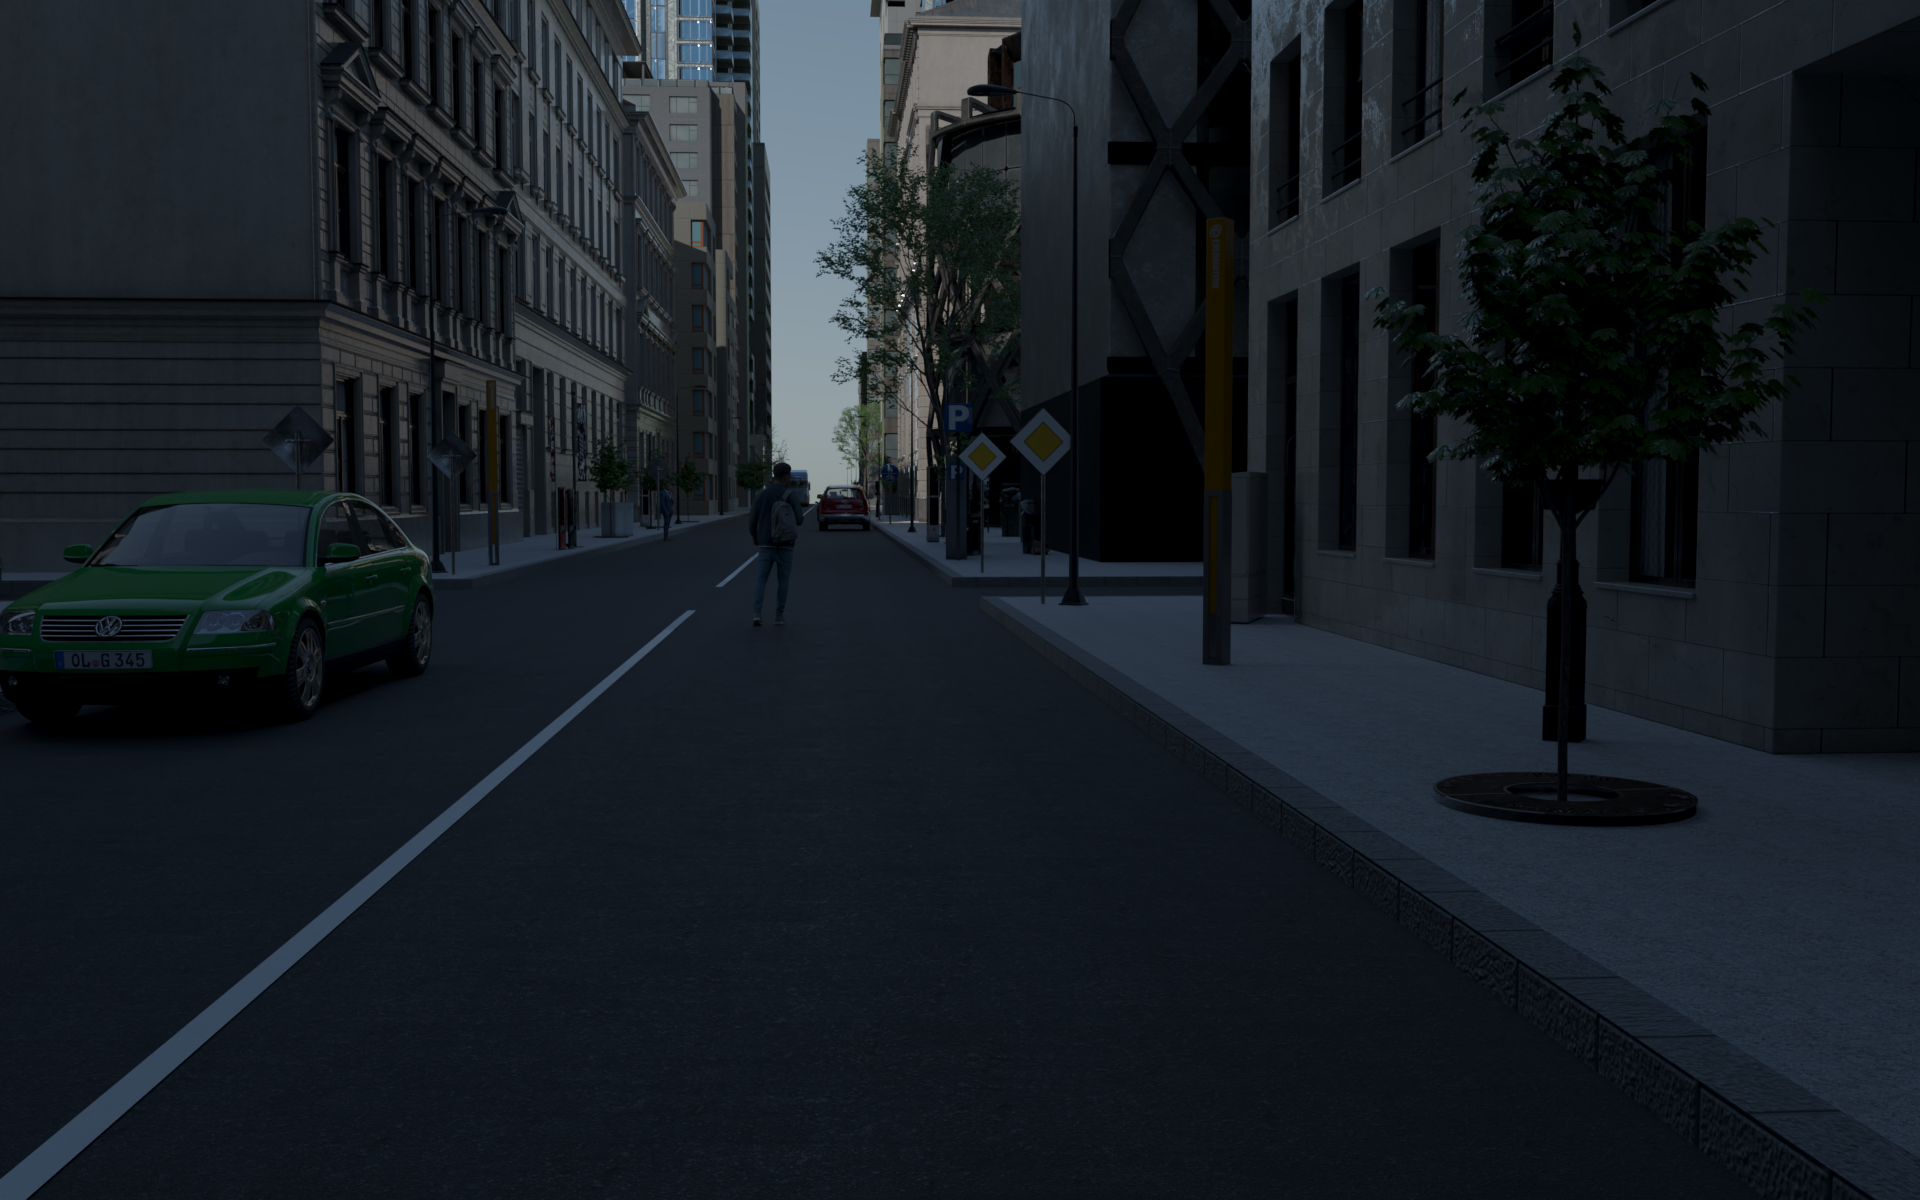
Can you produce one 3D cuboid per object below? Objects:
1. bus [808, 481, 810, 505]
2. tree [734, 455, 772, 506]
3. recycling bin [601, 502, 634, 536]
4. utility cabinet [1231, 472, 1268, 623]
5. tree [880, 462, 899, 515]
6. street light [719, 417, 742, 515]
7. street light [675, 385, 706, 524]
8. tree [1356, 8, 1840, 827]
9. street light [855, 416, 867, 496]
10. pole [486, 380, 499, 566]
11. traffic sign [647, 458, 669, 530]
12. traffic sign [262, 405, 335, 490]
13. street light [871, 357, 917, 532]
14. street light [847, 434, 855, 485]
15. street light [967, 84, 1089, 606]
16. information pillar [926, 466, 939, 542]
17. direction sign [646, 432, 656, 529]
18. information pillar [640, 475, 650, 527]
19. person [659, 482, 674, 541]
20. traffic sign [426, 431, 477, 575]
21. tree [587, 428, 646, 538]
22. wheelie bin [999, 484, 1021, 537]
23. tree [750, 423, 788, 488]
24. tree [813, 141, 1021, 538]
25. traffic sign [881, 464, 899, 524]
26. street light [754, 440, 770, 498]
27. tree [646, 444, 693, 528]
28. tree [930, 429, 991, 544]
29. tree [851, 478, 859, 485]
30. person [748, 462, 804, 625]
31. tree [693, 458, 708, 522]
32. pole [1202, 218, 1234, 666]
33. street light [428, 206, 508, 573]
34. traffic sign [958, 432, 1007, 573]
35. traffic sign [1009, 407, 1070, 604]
[{"bbox_3d":[-20.371,-13.739,219.484,2.948,3.499,13.247,0,4,-4],"label":"bus"},{"bbox_3d":[-17.444,-9.894,145.481,4.285,4.588,4.351,0,3,0],"label":"tree"},{"bbox_3d":[-10.411,-2.449,52.601,0.722,1.027,0.722,3,5,42],"label":"recycling bin"},{"bbox_3d":[2.871,-0.544,17.571,0.318,1.500,1.173,1,4,19],"label":"utility cabinet"},{"bbox_3d":[-4.221,-6.745,104.884,1.663,3.219,1.824,0,3,0],"label":"tree"},{"bbox_3d":[-13.826,-8.057,104.265,1.470,5.913,1.316,0,4,-4],"label":"street light"},{"bbox_3d":[-11.480,-6.191,73.759,1.470,5.913,1.316,0,4,-4],"label":"street light"},{"bbox_3d":[2.369,-0.760,7.034,1.663,3.219,1.824,0,3,0],"label":"tree"},{"bbox_3d":[-5.338,-7.950,102.516,1.470,5.913,1.316,0,4,-4],"label":"street light"},{"bbox_3d":[-8.389,-2.277,31.077,0.158,3.312,0.155,0,3,0],"label":"pole"},{"bbox_3d":[-10.754,-3.765,61.667,0.768,2.556,0.104,0,4,-1],"label":"traffic sign"},{"bbox_3d":[-7.456,-0.973,19.552,0.795,2.450,0.064,0,4,-4],"label":"traffic sign"},{"bbox_3d":[-2.145,-5.219,57.868,1.470,5.913,1.316,0,4,-4],"label":"street light"},{"bbox_3d":[-7.822,-9.903,134.458,1.470,5.913,1.316,0,4,-4],"label":"street light"},{"bbox_3d":[0.777,-2.893,19.848,1.470,5.913,1.316,0,4,-4],"label":"street light"},{"bbox_3d":[-0.719,-2.538,45.996,0.304,2.012,0.304,-1,4,-12],"label":"information pillar"},{"bbox_3d":[-11.302,-4.357,63.240,0.379,3.537,0.876,-1,4,-12],"label":"direction sign"},{"bbox_3d":[-12.391,-3.886,68.035,0.304,2.012,0.304,-2,4,-27],"label":"information pillar"},{"bbox_3d":[-9.058,-2.737,53.439,0.419,1.800,0.721,0,4,5],"label":"person"},{"bbox_3d":[-8.062,-1.460,27.514,0.795,2.450,0.064,0,4,-4],"label":"traffic sign"},{"bbox_3d":[-10.238,-3.439,50.834,1.663,3.219,1.824,0,3,0],"label":"tree"},{"bbox_3d":[1.607,-2.697,52.002,0.980,1.594,0.693,1,4,21],"label":"wheelie bin"},{"bbox_3d":[-19.781,-13.946,178.383,4.360,8.622,3.978,0,3,0],"label":"tree"},{"bbox_3d":[-0.505,-7.689,51.476,9.928,11.665,9.643,0,3,0],"label":"tree"},{"bbox_3d":[-2.945,-4.463,73.073,0.768,2.556,0.104,0,4,4],"label":"traffic sign"},{"bbox_3d":[-17.194,-10.823,149.493,1.470,5.913,1.316,0,4,-4],"label":"street light"},{"bbox_3d":[-11.430,-4.377,66.164,1.663,3.219,1.824,0,3,0],"label":"tree"},{"bbox_3d":[-0.026,-3.034,44.209,1.663,3.219,1.824,0,3,0],"label":"tree"},{"bbox_3d":[-12.416,-12.894,205.412,1.663,3.219,1.824,0,3,0],"label":"tree"},{"bbox_3d":[-2.019,-0.623,19.028,0.623,1.781,0.721,0,4,-3],"label":"person"},{"bbox_3d":[-12.254,-5.150,78.802,1.663,3.219,1.824,0,3,0],"label":"tree"},{"bbox_3d":[1.933,-1.169,12.951,0.158,3.312,0.155,0,3,0],"label":"pole"},{"bbox_3d":[-7.998,-3.397,28.085,1.470,5.913,1.316,0,4,-4],"label":"street light"},{"bbox_3d":[0.360,-1.498,28.132,0.795,2.450,0.064,0,4,-4],"label":"traffic sign"},{"bbox_3d":[0.965,-1.011,20.170,0.795,2.450,0.064,0,4,-4],"label":"traffic sign"}]
